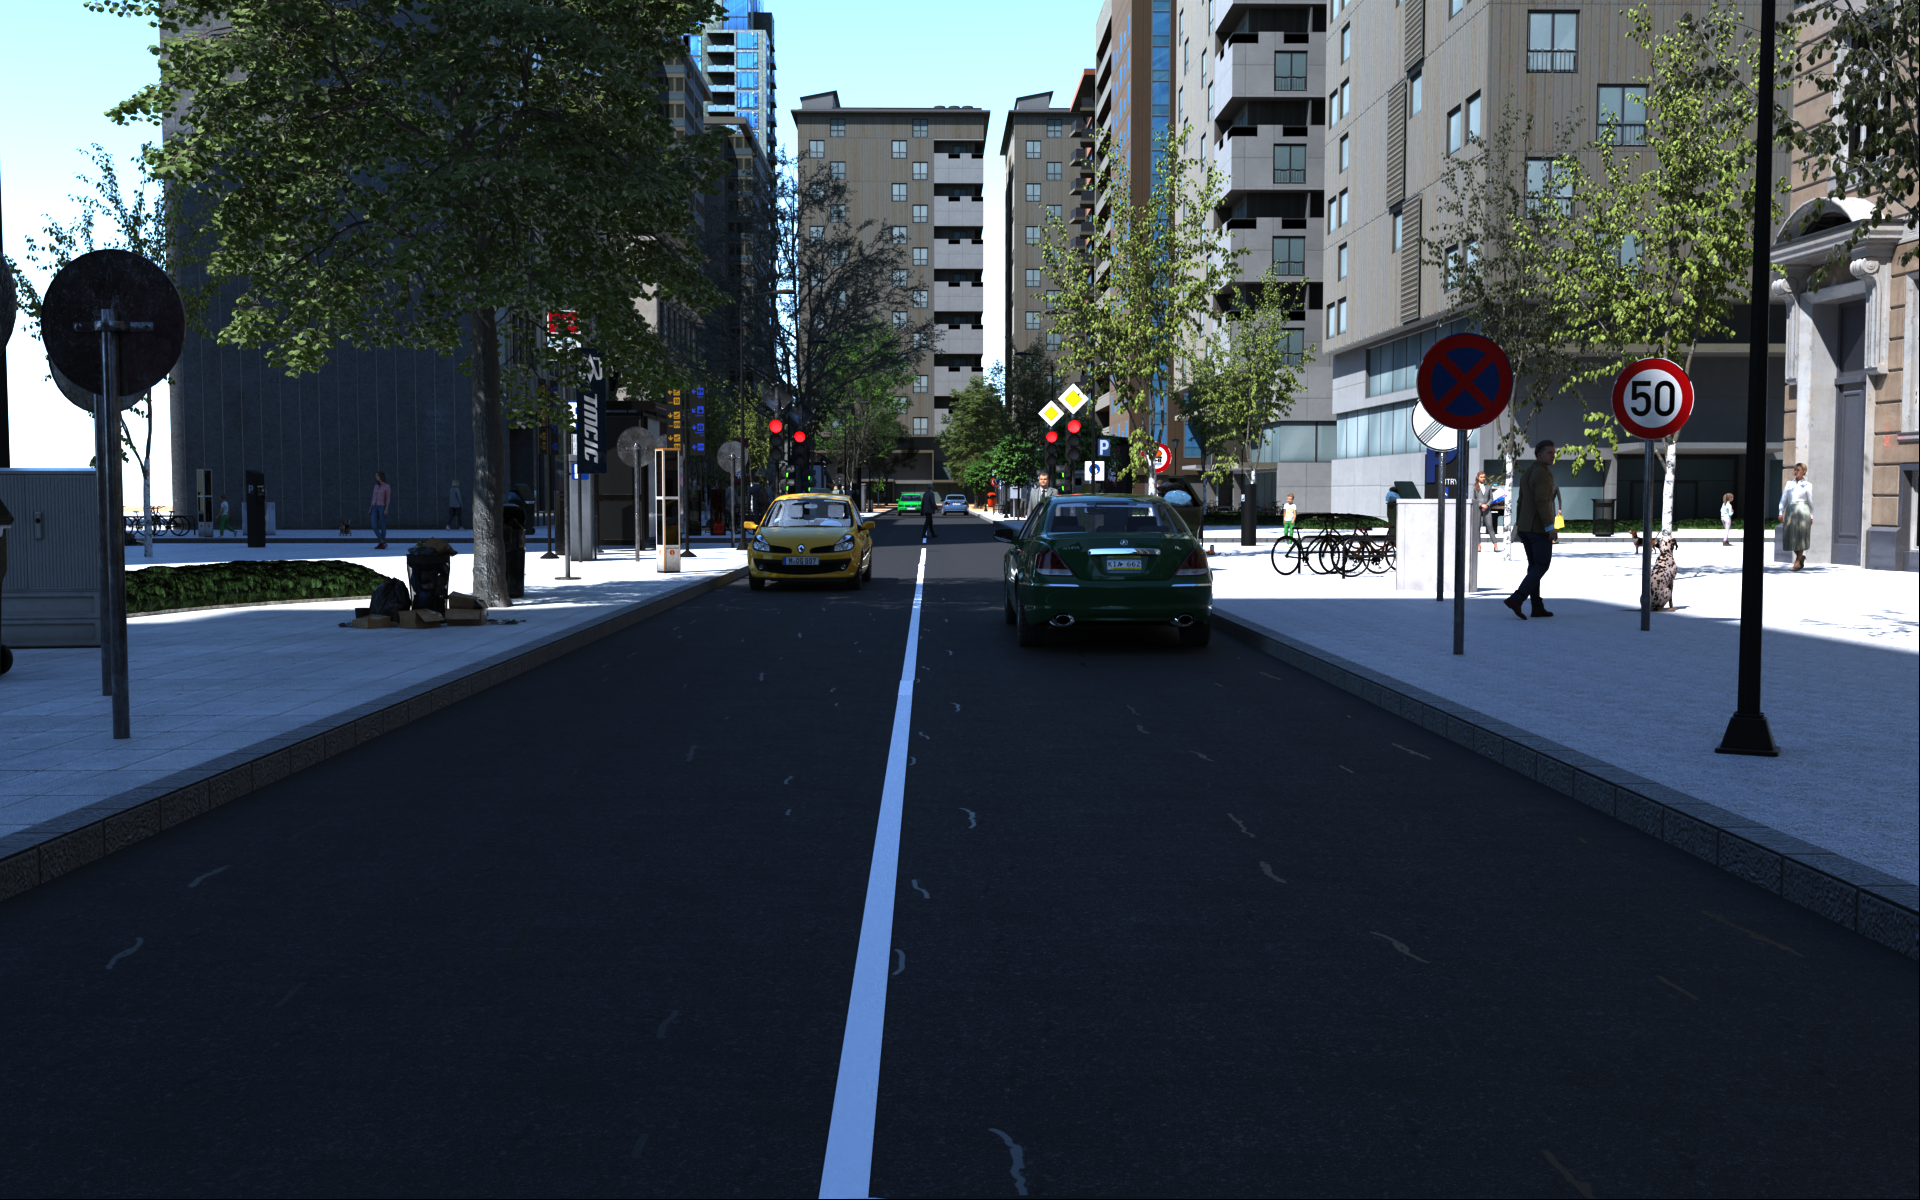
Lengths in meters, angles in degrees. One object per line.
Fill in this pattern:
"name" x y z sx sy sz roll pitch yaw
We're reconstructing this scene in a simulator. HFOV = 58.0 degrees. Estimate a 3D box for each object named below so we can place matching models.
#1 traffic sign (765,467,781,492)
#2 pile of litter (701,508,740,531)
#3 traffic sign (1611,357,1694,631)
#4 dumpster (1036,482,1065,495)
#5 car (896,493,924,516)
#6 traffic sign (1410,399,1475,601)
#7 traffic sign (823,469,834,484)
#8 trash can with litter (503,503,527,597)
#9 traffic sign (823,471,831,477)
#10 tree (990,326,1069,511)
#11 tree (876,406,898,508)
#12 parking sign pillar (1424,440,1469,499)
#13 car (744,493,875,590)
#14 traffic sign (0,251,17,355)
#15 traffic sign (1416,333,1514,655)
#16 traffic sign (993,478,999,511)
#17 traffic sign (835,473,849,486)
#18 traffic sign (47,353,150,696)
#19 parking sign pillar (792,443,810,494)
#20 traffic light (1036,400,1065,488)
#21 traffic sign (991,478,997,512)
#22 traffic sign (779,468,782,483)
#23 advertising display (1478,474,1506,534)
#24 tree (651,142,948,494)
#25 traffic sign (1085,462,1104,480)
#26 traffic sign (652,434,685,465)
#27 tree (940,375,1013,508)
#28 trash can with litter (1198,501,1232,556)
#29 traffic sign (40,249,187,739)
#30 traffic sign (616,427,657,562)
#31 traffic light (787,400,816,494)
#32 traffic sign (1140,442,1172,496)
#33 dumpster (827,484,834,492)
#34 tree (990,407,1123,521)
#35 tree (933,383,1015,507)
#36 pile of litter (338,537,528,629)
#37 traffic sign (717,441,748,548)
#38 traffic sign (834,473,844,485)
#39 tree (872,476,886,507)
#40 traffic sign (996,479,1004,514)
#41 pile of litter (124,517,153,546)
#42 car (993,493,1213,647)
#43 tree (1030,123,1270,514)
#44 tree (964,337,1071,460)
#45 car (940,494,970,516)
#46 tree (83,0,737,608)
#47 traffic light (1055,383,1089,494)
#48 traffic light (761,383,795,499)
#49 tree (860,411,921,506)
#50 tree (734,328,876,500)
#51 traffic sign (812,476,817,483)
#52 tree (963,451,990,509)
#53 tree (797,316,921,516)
"traffic sign" -8.652 -4.911 80.400 0.768 2.556 0.104 0 4 0
"pile of litter" -8.269 -2.842 60.431 1.719 0.858 1.176 0 4 7
"traffic sign" 6.443 -0.985 16.207 0.768 2.556 0.104 0 4 1
"dumpster" 3.762 -4.018 71.447 1.264 1.857 1.865 0 4 -1
"car" -3.245 -6.467 114.530 1.959 1.807 4.718 0 4 -2
"traffic sign" 5.757 -1.259 20.695 0.768 2.556 0.104 0 4 7
"traffic sign" -6.874 -5.411 88.467 0.884 2.594 0.081 0 4 7
"trash can with litter" -5.750 -0.631 21.707 0.624 1.170 1.055 -1 4 -15
"traffic sign" -7.407 -5.769 94.429 0.768 2.556 0.104 0 4 4
"tree" 3.111 -7.718 76.549 4.360 8.622 3.978 0 3 0
"tree" -6.982 -9.909 112.375 4.360 8.622 3.978 0 3 0
"parking sign pillar" 15.305 -4.036 54.468 1.447 3.967 1.447 3 5 44
"car" -2.311 -1.037 27.185 2.015 1.641 3.980 0 4 0
"traffic sign" -4.721 -0.484 8.025 0.768 2.556 0.104 1 4 8
"traffic sign" 3.992 -0.837 13.792 0.768 2.556 0.104 0 4 0
"traffic sign" 2.609 -7.209 117.965 0.768 2.556 0.104 0 4 5
"traffic sign" -7.355 -6.618 108.213 0.884 2.594 0.081 0 4 3
"traffic sign" -5.426 -0.664 10.970 0.768 2.556 0.104 1 4 9
"parking sign pillar" -6.408 -4.976 69.837 1.447 3.967 1.447 -1 4 -18
"traffic light" 2.712 -3.856 51.972 0.839 4.253 0.868 0 4 -1
"traffic sign" 2.561 -7.500 122.723 0.768 2.556 0.104 0 4 4
"traffic sign" -8.826 -5.078 83.127 0.768 2.556 0.104 0 4 5
"advertising display" 16.891 -3.044 54.989 0.974 1.923 0.123 -1 4 -9
"tree" -5.632 -9.169 60.280 12.009 13.543 11.850 0 3 0
"traffic sign" 4.223 -3.197 54.400 0.606 2.300 0.079 0 4 6
"traffic sign" -6.200 -2.242 36.764 0.768 2.556 0.104 0 4 5
"tree" 1.861 -15.077 164.640 7.486 12.596 7.792 0 3 0
"trash can with litter" 4.525 -1.564 36.627 2.233 1.210 1.678 1 4 21
"traffic sign" -4.407 -0.546 9.026 0.768 2.556 0.104 0 4 2
"traffic sign" -6.120 -1.999 32.795 0.768 2.556 0.104 0 4 0
"traffic light" -4.748 -3.848 51.828 0.839 4.253 0.868 0 4 -1
"traffic sign" 4.742 -2.567 42.068 0.768 2.556 0.104 0 4 -1
"dumpster" -9.233 -7.038 117.563 1.502 2.255 1.985 0 4 -1
"tree" 4.052 -4.782 61.906 4.285 4.588 4.351 0 3 0
"tree" 2.115 -15.898 176.933 9.611 12.733 9.660 0 3 0
"pile of litter" -5.152 -0.185 16.982 1.719 0.858 1.176 0 4 -5
"traffic sign" -5.425 -2.519 41.285 0.768 2.556 0.104 0 4 7
"traffic sign" -7.404 -6.525 106.797 0.768 2.556 0.104 0 4 3
"tree" -7.844 -10.826 171.598 1.663 3.219 1.824 0 3 0
"traffic sign" 2.718 -6.950 113.732 0.768 2.556 0.104 0 4 2
"pile of litter" -20.932 -1.809 43.546 1.176 0.858 1.719 -2 4 -25
"car" 1.424 -0.362 17.721 2.131 1.459 4.920 0 4 -1
"tree" 3.532 -5.103 33.790 4.737 8.622 4.395 0 3 0
"tree" 3.853 -10.293 102.701 7.601 10.594 8.767 0 4 -7
"car" -0.324 -6.420 116.974 2.014 1.417 4.499 0 4 -2
"tree" -5.636 -6.174 19.079 7.486 12.596 7.792 0 3 0
"traffic light" 2.850 -3.368 43.988 0.839 4.253 0.868 0 4 -1
"traffic light" -4.610 -3.359 43.844 0.839 4.253 0.868 0 4 -1
"tree" -7.876 -15.694 191.002 8.767 10.594 7.601 2 4 31
"tree" -6.641 -7.577 74.253 4.360 8.622 3.978 0 3 0
"traffic sign" -7.045 -4.902 80.158 0.884 2.594 0.081 0 4 0
"tree" 2.880 -6.109 83.598 4.285 4.588 4.351 0 3 0
"tree" -6.073 -10.716 100.963 9.928 11.665 9.643 0 3 0
